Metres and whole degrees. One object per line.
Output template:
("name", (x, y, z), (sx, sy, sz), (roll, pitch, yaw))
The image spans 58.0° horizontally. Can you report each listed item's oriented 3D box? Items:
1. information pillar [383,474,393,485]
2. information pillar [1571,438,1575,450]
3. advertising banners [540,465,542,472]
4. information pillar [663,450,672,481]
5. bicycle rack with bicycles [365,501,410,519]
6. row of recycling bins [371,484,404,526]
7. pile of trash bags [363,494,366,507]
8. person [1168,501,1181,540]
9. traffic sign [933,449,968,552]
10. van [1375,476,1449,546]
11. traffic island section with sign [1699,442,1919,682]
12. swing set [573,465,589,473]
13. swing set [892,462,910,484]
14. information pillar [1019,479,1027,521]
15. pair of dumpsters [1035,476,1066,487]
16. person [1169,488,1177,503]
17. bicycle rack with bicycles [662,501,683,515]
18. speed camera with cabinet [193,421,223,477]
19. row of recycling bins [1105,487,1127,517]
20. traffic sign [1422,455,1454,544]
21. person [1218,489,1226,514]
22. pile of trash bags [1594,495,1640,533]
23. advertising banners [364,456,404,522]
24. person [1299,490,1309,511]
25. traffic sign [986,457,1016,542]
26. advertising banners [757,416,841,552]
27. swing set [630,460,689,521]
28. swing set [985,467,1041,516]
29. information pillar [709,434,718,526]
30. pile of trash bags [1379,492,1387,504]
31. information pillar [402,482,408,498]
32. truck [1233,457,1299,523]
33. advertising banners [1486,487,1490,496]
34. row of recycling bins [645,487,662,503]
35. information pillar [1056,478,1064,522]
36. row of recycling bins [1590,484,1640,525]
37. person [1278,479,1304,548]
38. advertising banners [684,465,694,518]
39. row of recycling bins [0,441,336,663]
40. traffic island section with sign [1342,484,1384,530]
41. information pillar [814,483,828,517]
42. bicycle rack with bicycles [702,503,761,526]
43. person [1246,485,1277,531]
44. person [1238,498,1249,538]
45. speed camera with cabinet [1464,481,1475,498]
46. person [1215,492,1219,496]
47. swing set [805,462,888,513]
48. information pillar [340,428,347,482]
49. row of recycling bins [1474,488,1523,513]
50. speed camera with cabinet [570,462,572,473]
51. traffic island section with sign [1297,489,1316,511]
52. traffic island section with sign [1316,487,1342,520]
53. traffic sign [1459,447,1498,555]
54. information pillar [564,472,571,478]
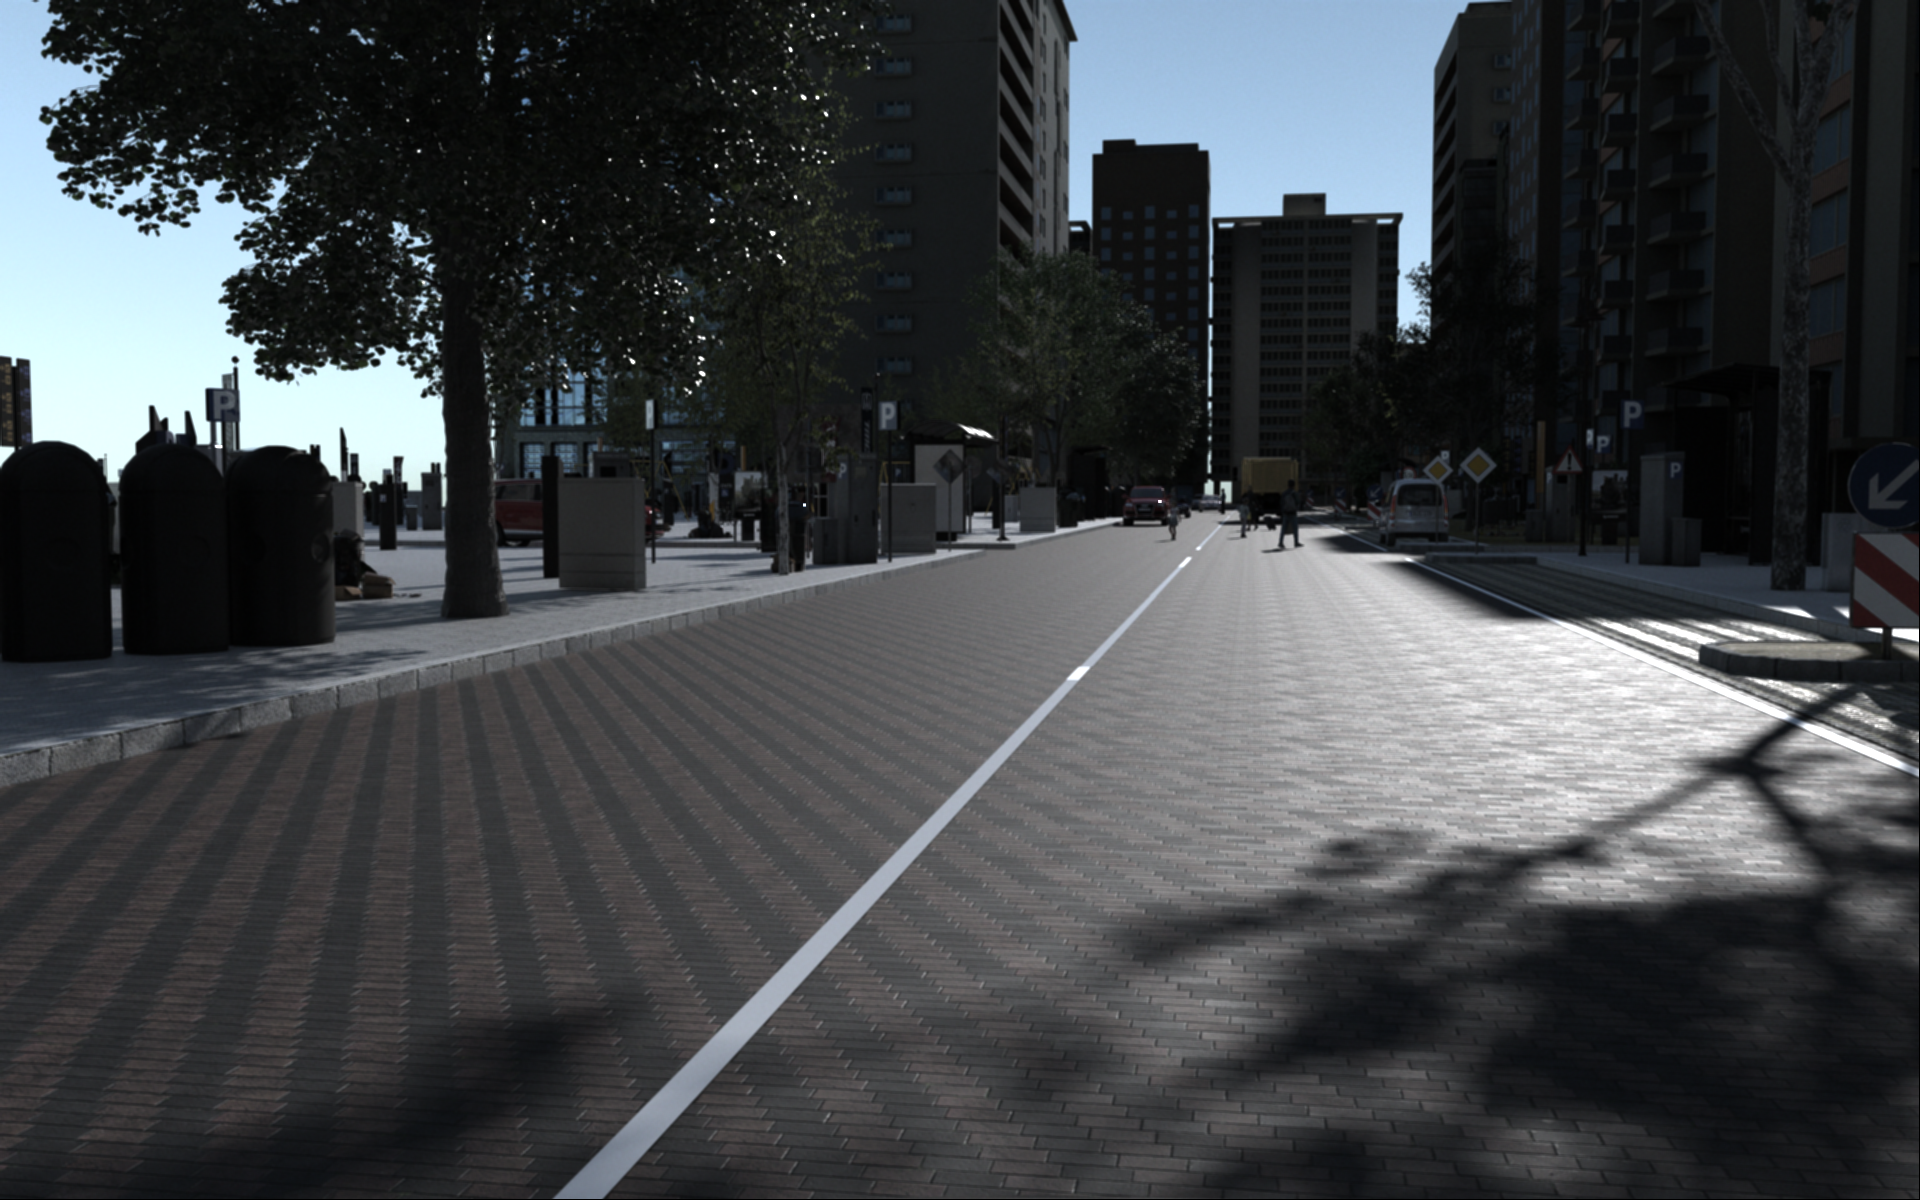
("information pillar", (-21.377, -3.687, 64.781), (0.304, 2.012, 0.304), (-3, 4, -39))
("information pillar", (25.437, -4.934, 72.022), (0.183, 3.616, 0.504), (1, 4, 10))
("advertising banners", (-23.955, -6.540, 103.113), (2.074, 3.025, 0.090), (0, 4, 4))
("information pillar", (-15.401, -6.114, 91.321), (0.504, 3.616, 0.183), (-3, 4, -36))
("bicycle rack with bicycles", (-29.186, -4.582, 88.293), (2.852, 0.926, 2.925), (0, 4, 4))
("row of recycling bins", (-23.859, -3.989, 72.331), (1.069, 1.692, 3.534), (-1, 4, -10))
("pile of trash bags", (-35.773, -5.586, 101.089), (1.912, 1.369, 3.447), (3, 4, 38))
("person", (6.697, -2.459, 53.719), (0.382, 1.210, 0.505), (-3, 4, -39))
("traffic sign", (-0.226, -2.137, 38.577), (0.795, 2.450, 0.064), (1, 4, 9))
("van", (12.719, -2.546, 48.640), (2.013, 2.044, 4.112), (1, 4, 9))
("traffic island section with sign", (7.182, -0.333, 14.069), (1.989, 1.847, 2.006), (1, 4, 9))
("swing set", (-18.872, -5.754, 91.697), (3.119, 2.851, 2.862), (0, 4, 6))
("swing set", (-2.495, -5.305, 84.359), (3.119, 2.851, 2.862), (1, 4, 16))
("information pillar", (3.033, -4.819, 83.286), (0.304, 2.012, 0.304), (3, 5, 41))
("pair of dumpsters", (4.704, -5.358, 90.099), (1.574, 2.255, 4.437), (1, 4, 10))
("person", (12.402, -5.672, 101.417), (0.728, 1.800, 0.709), (-2, 4, -33))
("bicycle rack with bicycles", (-18.438, -5.808, 108.339), (2.852, 0.926, 2.925), (-1, 4, -14))
("speed camera with cabinet", (-14.061, -2.373, 33.132), (0.660, 3.252, 2.038), (0, 4, 7))
("row of recycling bins", (7.477, -5.435, 95.969), (3.534, 1.692, 1.069), (-1, 4, -14))
("traffic sign", (12.280, -2.503, 44.563), (0.795, 2.450, 0.064), (1, 4, 9))
("person", (18.727, -7.035, 123.513), (0.705, 1.826, 1.348), (2, 4, 26))
("pile of trash bags", (21.846, -2.810, 55.698), (1.912, 1.369, 3.447), (-3, 5, -42))
("advertising banners", (-26.540, -5.117, 79.848), (0.090, 3.025, 2.074), (3, 5, 40))
("person", (28.338, -8.170, 142.610), (0.750, 1.759, 0.617), (-1, 4, -14))
("traffic sign", (1.095, -2.618, 46.453), (0.795, 2.450, 0.064), (1, 4, 9))
("advertising banners", (-3.553, -2.587, 38.478), (2.074, 3.025, 0.090), (-2, 4, -31))
("swing set", (-14.594, -5.110, 81.170), (2.862, 2.851, 3.119), (1, 4, 20))
("swing set", (3.345, -6.385, 102.014), (2.862, 2.851, 3.119), (-2, 4, -30))
("information pillar", (-9.602, -4.655, 67.459), (0.183, 3.616, 0.504), (2, 4, 27))
("pile of trash bags", (23.240, -5.130, 93.620), (1.912, 1.369, 3.447), (1, 4, 22))
("information pillar", (-34.034, -6.216, 106.118), (0.304, 2.012, 0.304), (-2, 4, -34))
("truck", (16.031, -5.767, 90.218), (3.469, 3.379, 9.791), (0, 4, 8))
("advertising banners", (31.861, -6.655, 104.999), (0.090, 3.025, 2.074), (0, 4, 0))
("row of recycling bins", (-20.639, -6.712, 116.858), (1.069, 1.692, 3.534), (-1, 4, -12))
("information pillar", (4.591, -4.610, 79.873), (0.304, 2.012, 0.304), (1, 4, 15))
("row of recycling bins", (28.185, -4.057, 73.444), (3.534, 1.692, 1.069), (-2, 4, -27))
("person", (8.663, -2.268, 45.568), (0.713, 1.824, 0.794), (-2, 4, -25))
("advertising banners", (-14.482, -5.908, 92.776), (0.090, 3.025, 2.074), (0, 4, 5))
("row of recycling bins", (-6.758, -0.414, 13.885), (1.069, 1.692, 3.534), (3, 5, 45))
("traffic island section with sign", (16.474, -3.718, 69.413), (1.989, 1.847, 2.006), (1, 4, 9))
("information pillar", (-3.807, -2.627, 47.444), (0.304, 2.012, 0.304), (-2, 4, -29))
("bicycle rack with bicycles", (-9.402, -3.558, 71.558), (2.852, 0.926, 2.925), (-1, 4, -17))
("person", (11.778, -3.638, 68.196), (1.509, 1.804, 0.699), (-1, 4, -19))
("person", (9.355, -2.705, 57.006), (0.425, 1.301, 0.394), (2, 4, 31))
("speed camera with cabinet", (32.407, -7.225, 112.458), (2.038, 3.252, 0.660), (1, 4, 12))
("person", (28.963, -11.361, 195.176), (0.541, 1.710, 0.530), (1, 4, 11))
("swing set", (-4.676, -3.846, 60.509), (3.119, 2.851, 2.862), (2, 4, 29))
("information pillar", (-21.786, -4.275, 61.250), (0.183, 3.616, 0.504), (0, 4, -6))
("row of recycling bins", (35.664, -6.616, 115.286), (3.534, 1.692, 1.069), (0, 4, -2))
("speed camera with cabinet", (-24.287, -6.835, 106.082), (0.660, 3.252, 2.038), (-3, 4, -38))
("traffic island section with sign", (29.153, -8.340, 144.992), (1.989, 1.847, 2.006), (1, 4, 9))
("traffic island section with sign", (20.931, -5.344, 95.999), (1.989, 1.847, 2.006), (1, 4, 9))
("traffic sign", (10.959, -2.021, 36.687), (0.795, 2.450, 0.064), (1, 4, 9))
("information pillar", (-13.347, -3.322, 58.810), (0.304, 2.012, 0.304), (-1, 4, -11))
